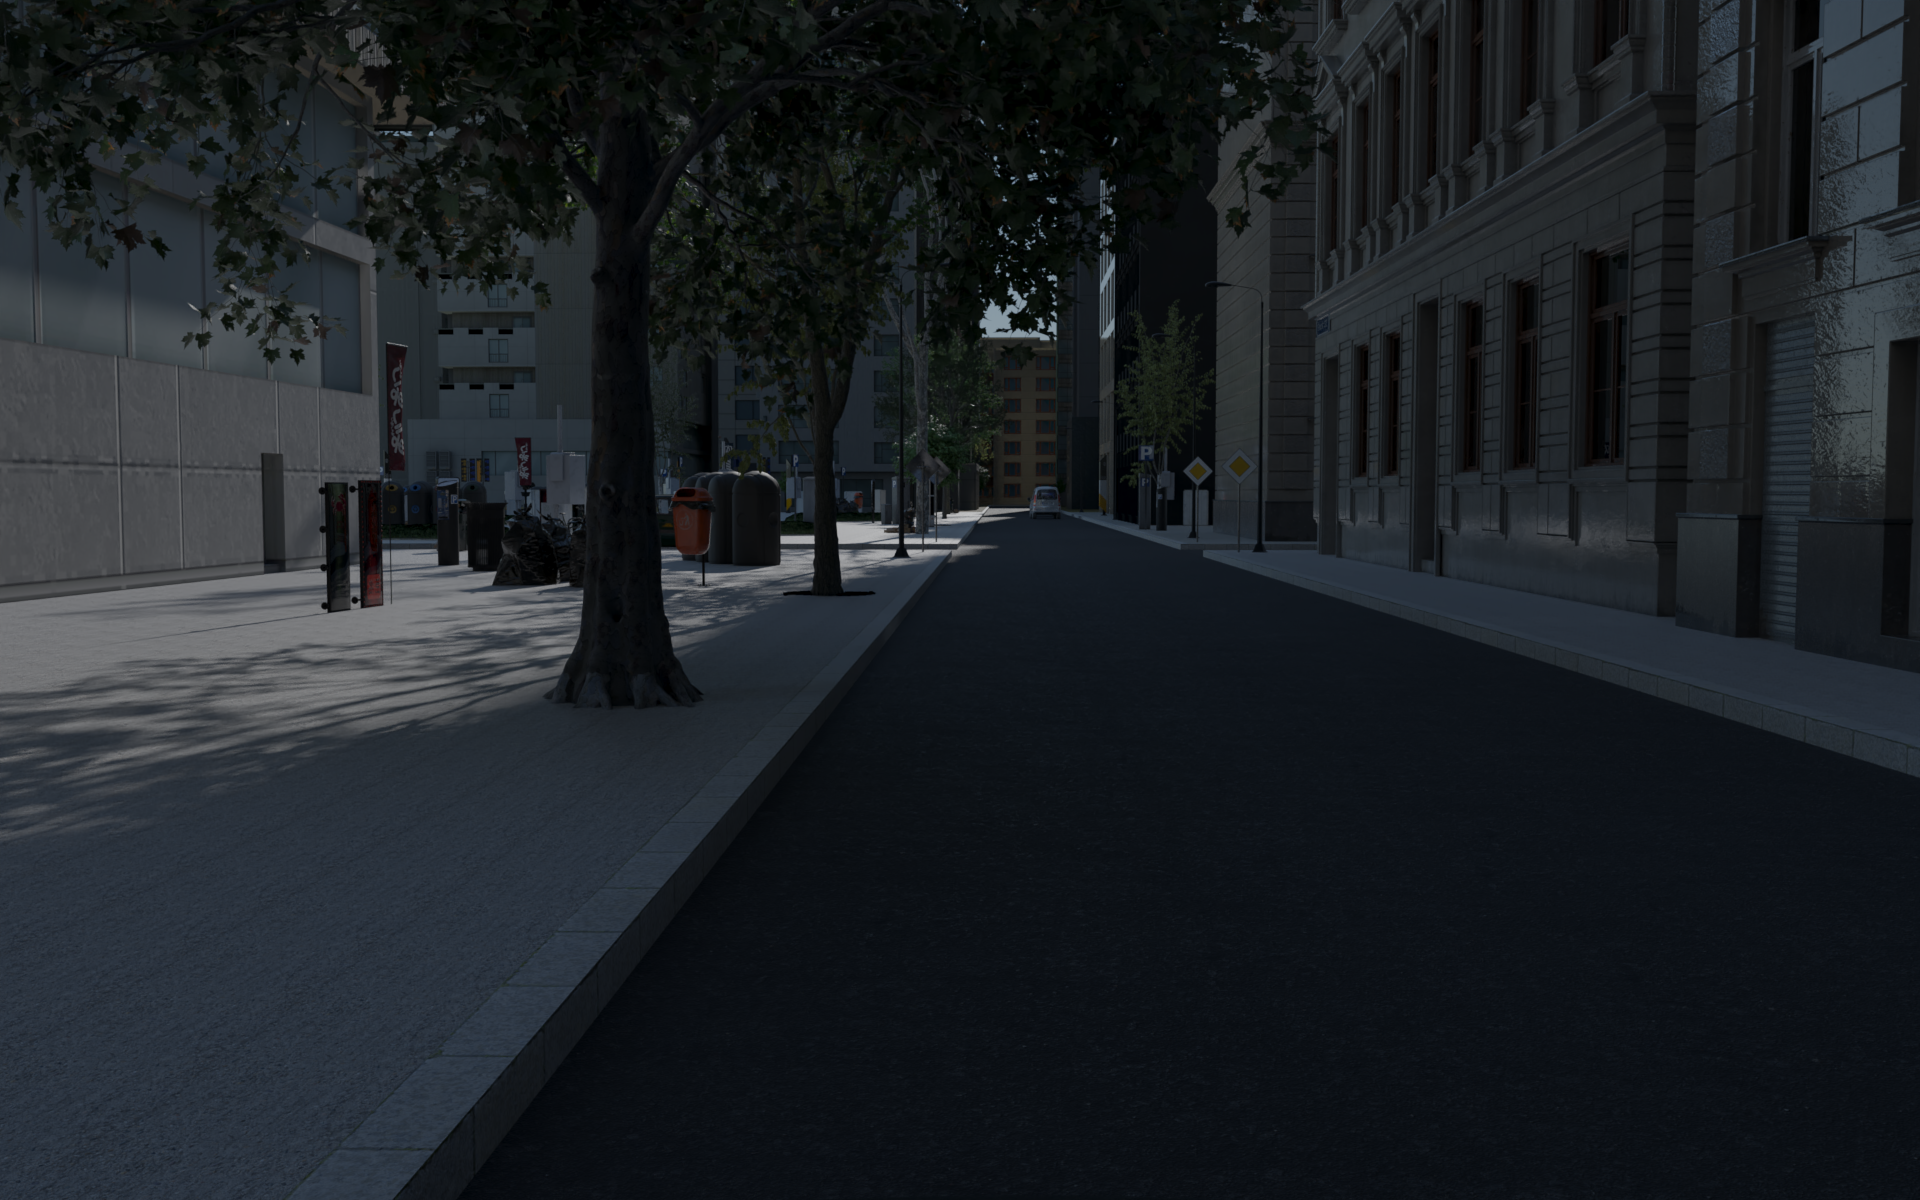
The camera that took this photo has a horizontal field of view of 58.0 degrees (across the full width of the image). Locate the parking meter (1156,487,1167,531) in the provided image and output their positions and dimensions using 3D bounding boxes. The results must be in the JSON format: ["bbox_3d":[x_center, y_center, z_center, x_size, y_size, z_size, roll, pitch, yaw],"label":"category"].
[{"bbox_3d":[7.045,-3.187,60.516,0.372,1.533,0.369,0,3,0],"label":"parking meter"}]

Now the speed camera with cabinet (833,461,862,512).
[{"bbox_3d":[-6.895,-6.669,103.372,2.038,3.252,0.660,-1,4,-16],"label":"speed camera with cabinet"}]

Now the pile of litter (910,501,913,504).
[{"bbox_3d":[-2.875,-5.009,95.868,1.719,0.858,1.176,1,4,16],"label":"pile of litter"}]

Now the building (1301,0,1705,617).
[{"bbox_3d":[12.461,-11.673,27.014,11.583,22.565,21.152,0,4,1],"label":"building"}]

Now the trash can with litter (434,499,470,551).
[{"bbox_3d":[-11.475,-1.687,38.972,1.055,1.170,0.624,3,4,38],"label":"trash can with litter"}]

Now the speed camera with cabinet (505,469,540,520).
[{"bbox_3d":[-16.963,-4.506,68.007,0.660,3.252,2.038,2,4,28],"label":"speed camera with cabinet"}]

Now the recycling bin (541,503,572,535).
[{"bbox_3d":[-11.805,-2.334,50.722,0.722,1.027,0.722,0,4,5],"label":"recycling bin"}]

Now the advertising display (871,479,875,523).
[{"bbox_3d":[-3.837,-4.354,76.408,0.123,1.923,0.974,0,4,-6],"label":"advertising display"}]

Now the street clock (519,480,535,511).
[{"bbox_3d":[-15.486,-3.498,61.762,0.358,2.002,0.471,1,4,13],"label":"street clock"}]

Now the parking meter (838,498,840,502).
[{"bbox_3d":[-8.405,-6.886,118.292,0.399,1.863,0.255,-1,4,-13],"label":"parking meter"}]

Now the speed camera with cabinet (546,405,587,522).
[{"bbox_3d":[-8.192,-2.695,38.400,2.038,3.252,0.660,2,4,27],"label":"speed camera with cabinet"}]

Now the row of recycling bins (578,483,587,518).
[{"bbox_3d":[-13.831,-3.622,66.335,1.069,1.692,3.534,3,5,40],"label":"row of recycling bins"}]

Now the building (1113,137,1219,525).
[{"bbox_3d":[13.634,-15.185,77.947,12.332,23.373,15.834,0,4,1],"label":"building"}]

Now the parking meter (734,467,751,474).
[{"bbox_3d":[-4.680,-1.952,37.619,0.399,1.863,0.255,-2,4,-30],"label":"parking meter"}]

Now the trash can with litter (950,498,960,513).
[{"bbox_3d":[-0.564,-6.332,114.915,1.055,1.170,0.624,-2,4,-29],"label":"trash can with litter"}]

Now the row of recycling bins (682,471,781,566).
[{"bbox_3d":[-4.337,-1.543,32.343,1.069,1.692,3.534,-2,4,-28],"label":"row of recycling bins"}]

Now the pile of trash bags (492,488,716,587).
[{"bbox_3d":[-4.954,-0.904,24.532,3.447,1.369,1.912,2,4,25],"label":"pile of trash bags"}]

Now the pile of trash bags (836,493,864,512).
[{"bbox_3d":[-6.415,-5.351,97.249,1.912,1.369,3.447,2,4,26],"label":"pile of trash bags"}]

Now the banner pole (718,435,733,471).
[{"bbox_3d":[-10.056,-5.145,74.145,0.863,3.779,0.401,-2,4,-30],"label":"banner pole"}]

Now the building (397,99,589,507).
[{"bbox_3d":[-40.433,-36.334,183.300,27.495,52.752,28.713,0,4,1],"label":"building"}]

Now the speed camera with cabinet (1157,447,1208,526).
[{"bbox_3d":[9.044,-4.644,70.272,2.038,3.252,0.660,1,4,10],"label":"speed camera with cabinet"}]

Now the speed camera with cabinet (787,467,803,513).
[{"bbox_3d":[-8.780,-6.150,94.886,0.660,3.252,2.038,1,4,22],"label":"speed camera with cabinet"}]

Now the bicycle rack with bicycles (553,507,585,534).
[{"bbox_3d":[-10.028,-2.124,48.103,2.925,0.926,2.852,-1,4,-21],"label":"bicycle rack with bicycles"}]

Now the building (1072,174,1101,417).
[{"bbox_3d":[21.441,-38.253,167.436,21.231,58.520,28.212,0,4,1],"label":"building"}]

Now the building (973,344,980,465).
[{"bbox_3d":[-4.976,-33.006,189.751,14.200,45.320,14.600,0,4,1],"label":"building"}]

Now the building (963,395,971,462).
[{"bbox_3d":[-6.043,-23.970,163.608,14.160,30.474,14.107,0,4,1],"label":"building"}]

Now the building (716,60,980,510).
[{"bbox_3d":[-8.648,-43.232,145.094,20.563,71.187,20.611,0,4,1],"label":"building"}]

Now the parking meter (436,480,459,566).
[{"bbox_3d":[-9.221,-1.393,31.191,0.372,1.533,0.369,0,3,0],"label":"parking meter"}]

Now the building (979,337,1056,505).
[{"bbox_3d":[-1.186,-22.848,218.605,28.899,21.520,27.650,0,4,1],"label":"building"}]

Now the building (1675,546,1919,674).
[{"bbox_3d":[12.310,-12.631,3.782,12.463,27.353,25.104,0,4,1],"label":"building"}]

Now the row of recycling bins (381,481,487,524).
[{"bbox_3d":[-16.240,-2.828,53.344,3.534,1.692,1.069,1,4,10],"label":"row of recycling bins"}]

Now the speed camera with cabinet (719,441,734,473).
[{"bbox_3d":[-8.808,-4.282,64.352,0.660,3.252,2.038,1,4,10],"label":"speed camera with cabinet"}]

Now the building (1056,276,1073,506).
[{"bbox_3d":[17.487,-30.922,189.170,14.154,41.232,14.086,0,4,1],"label":"building"}]

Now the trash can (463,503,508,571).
[{"bbox_3d":[-7.922,-1.058,28.947,0.748,1.137,0.748,0,3,0],"label":"trash can"}]

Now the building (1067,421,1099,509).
[{"bbox_3d":[20.362,-50.406,136.817,22.319,86.520,31.000,0,4,1],"label":"building"}]

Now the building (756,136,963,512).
[{"bbox_3d":[-7.199,-21.833,128.676,14.160,30.474,14.107,0,4,1],"label":"building"}]

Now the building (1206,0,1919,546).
[{"bbox_3d":[20.477,-15.536,51.284,25.104,27.353,12.463,0,4,1],"label":"building"}]

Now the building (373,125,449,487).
[{"bbox_3d":[-62.048,-31.079,191.731,14.086,41.232,14.154,0,4,1],"label":"building"}]

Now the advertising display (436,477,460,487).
[{"bbox_3d":[-19.213,-3.659,65.031,0.123,1.923,0.974,3,5,40],"label":"advertising display"}]

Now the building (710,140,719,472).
[{"bbox_3d":[-19.470,-31.026,190.866,14.086,41.232,14.154,0,4,1],"label":"building"}]

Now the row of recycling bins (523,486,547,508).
[{"bbox_3d":[-26.757,-6.370,111.267,3.534,1.692,1.069,3,4,38],"label":"row of recycling bins"}]

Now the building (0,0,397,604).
[{"bbox_3d":[-23.440,-26.371,20.399,27.495,52.752,28.713,0,4,1],"label":"building"}]

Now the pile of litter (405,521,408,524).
[{"bbox_3d":[-20.053,-3.032,63.545,1.176,0.858,1.719,3,4,38],"label":"pile of litter"}]

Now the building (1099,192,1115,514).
[{"bbox_3d":[18.951,-18.275,103.315,19.350,26.468,34.151,0,4,1],"label":"building"}]

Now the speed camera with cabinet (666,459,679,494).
[{"bbox_3d":[-15.670,-6.230,96.193,0.660,3.252,2.038,-2,4,-34],"label":"speed camera with cabinet"}]

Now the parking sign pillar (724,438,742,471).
[{"bbox_3d":[-10.886,-5.797,83.253,1.447,3.967,1.447,1,4,16],"label":"parking sign pillar"}]

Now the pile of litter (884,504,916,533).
[{"bbox_3d":[-1.878,-2.633,57.011,1.176,0.858,1.719,-1,4,-16],"label":"pile of litter"}]
